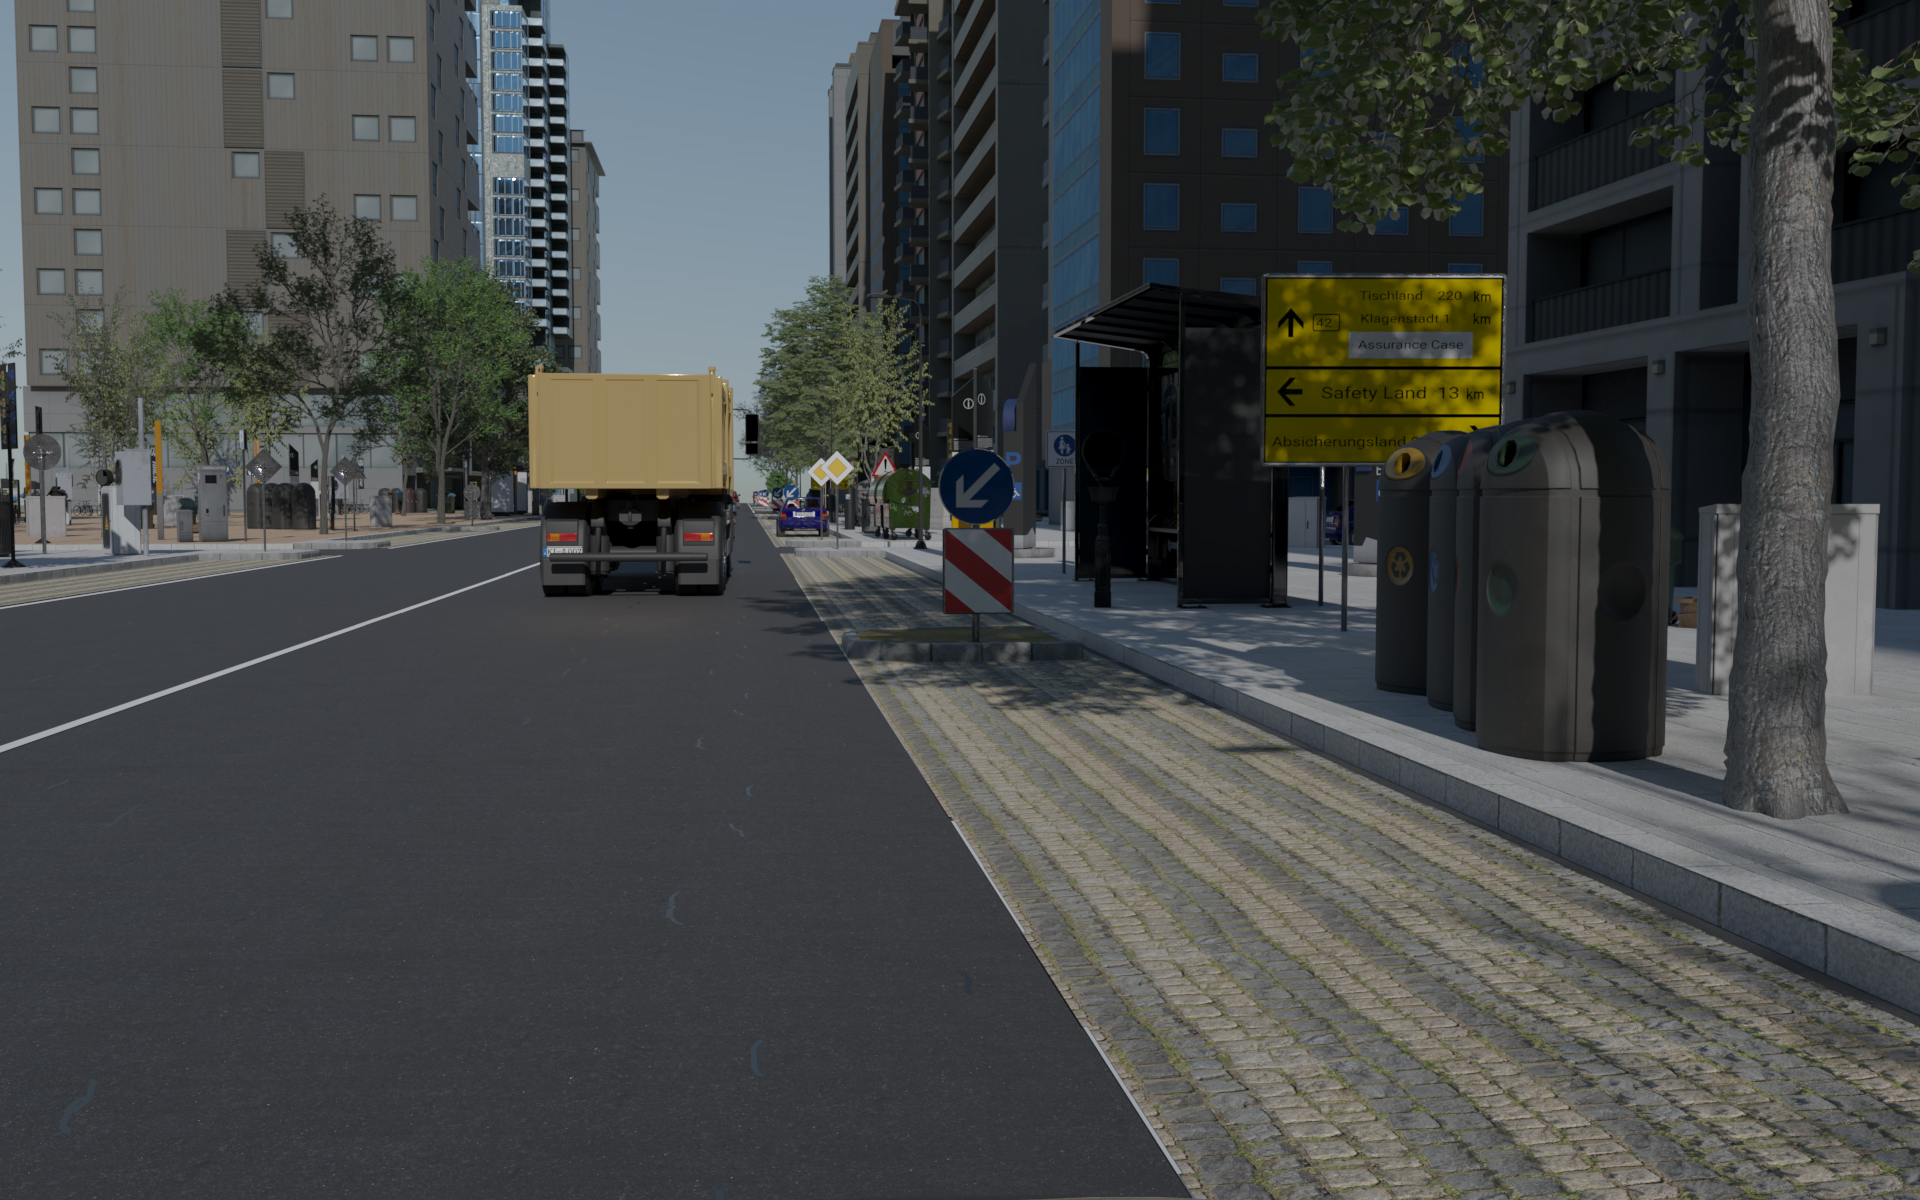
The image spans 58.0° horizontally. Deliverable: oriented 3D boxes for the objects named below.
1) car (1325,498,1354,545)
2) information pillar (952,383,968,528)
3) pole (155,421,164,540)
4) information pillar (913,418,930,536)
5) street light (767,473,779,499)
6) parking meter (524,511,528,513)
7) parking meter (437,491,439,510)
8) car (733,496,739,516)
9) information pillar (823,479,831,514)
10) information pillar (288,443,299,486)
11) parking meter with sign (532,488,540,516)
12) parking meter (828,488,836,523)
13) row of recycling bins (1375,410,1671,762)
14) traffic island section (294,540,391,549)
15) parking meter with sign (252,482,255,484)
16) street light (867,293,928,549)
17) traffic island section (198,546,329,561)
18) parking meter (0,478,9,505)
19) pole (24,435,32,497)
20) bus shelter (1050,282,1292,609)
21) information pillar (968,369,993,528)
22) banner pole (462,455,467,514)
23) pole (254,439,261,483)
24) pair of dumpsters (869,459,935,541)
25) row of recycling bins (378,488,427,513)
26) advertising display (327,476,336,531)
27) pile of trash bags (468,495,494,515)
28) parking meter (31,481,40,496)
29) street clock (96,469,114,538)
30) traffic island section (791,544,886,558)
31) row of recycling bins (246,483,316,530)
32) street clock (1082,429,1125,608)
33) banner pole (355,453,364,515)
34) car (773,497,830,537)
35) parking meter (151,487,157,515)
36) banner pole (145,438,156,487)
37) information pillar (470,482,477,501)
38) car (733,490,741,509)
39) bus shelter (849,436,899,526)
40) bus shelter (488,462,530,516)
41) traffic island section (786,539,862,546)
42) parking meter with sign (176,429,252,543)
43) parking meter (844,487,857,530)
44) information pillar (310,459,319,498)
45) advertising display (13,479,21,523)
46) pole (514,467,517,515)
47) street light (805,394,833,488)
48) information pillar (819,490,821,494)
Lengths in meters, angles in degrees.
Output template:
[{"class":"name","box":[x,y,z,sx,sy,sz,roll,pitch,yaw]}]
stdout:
[{"class":"car","box":[11.411,-1.985,45.034,3.894,1.354,1.945,0,4,-5]},{"class":"information pillar","box":[0.090,-2.629,34.331,0.504,3.616,0.183,-1,4,-9]},{"class":"pole","box":[-22.356,-3.335,48.364,0.158,3.312,0.155,0,3,0]},{"class":"information pillar","box":[-1.156,-3.751,52.687,0.504,3.616,0.183,0,4,7]},{"class":"street light","box":[-21.397,-13.833,198.707,1.470,5.913,1.316,0,4,-7]},{"class":"parking meter","box":[-28.875,-6.515,114.925,0.372,1.533,0.369,0,3,0]},{"class":"parking meter","box":[-34.725,-6.555,115.589,0.372,1.533,0.369,0,3,0]},{"class":"car","box":[-15.684,-6.302,115.039,2.014,1.417,4.499,0,4,-7]},{"class":"information pillar","box":[-6.433,-4.861,83.974,0.304,2.012,0.304,-1,4,-22]},{"class":"information pillar","box":[-30.886,-5.441,80.320,0.183,3.616,0.504,3,4,37]},{"class":"parking meter with sign","box":[-25.568,-6.607,104.289,0.543,3.016,1.738,-1,4,-12]},{"class":"parking meter","box":[-5.694,-4.213,77.288,0.372,1.533,0.369,0,3,0]},{"class":"row of recycling bins","box":[3.153,-0.174,9.964,1.069,1.692,3.534,0,4,3]},{"class":"traffic island section","box":[-16.514,-1.484,46.537,2.009,0.180,2.903,0,4,-7]},{"class":"parking meter with sign","box":[-45.809,-7.085,112.098,0.543,3.016,1.738,-2,4,-23]},{"class":"street light","box":[-1.456,-4.141,40.251,1.470,5.913,1.316,0,4,-7]},{"class":"traffic island section","box":[-15.514,-0.999,38.615,2.009,0.180,2.903,0,4,-7]},{"class":"parking meter","box":[-35.398,-3.579,64.232,0.255,1.863,0.399,-2,4,-35]},{"class":"pole","box":[-32.108,-4.027,59.682,0.158,3.312,0.155,0,3,0]},{"class":"bus shelter","box":[2.565,-1.906,22.448,1.731,3.624,6.357,0,4,-7]},{"class":"information pillar","box":[0.429,-2.522,32.587,0.183,3.616,0.504,3,5,42]},{"class":"banner pole","box":[-31.918,-7.447,111.779,0.401,3.779,0.863,-2,4,-34]},{"class":"pole","box":[-26.212,-4.331,64.651,0.158,3.312,0.155,0,3,0]},{"class":"pair of dumpsters","box":[-1.668,-2.892,49.779,1.574,2.255,4.437,0,4,-7]},{"class":"row of recycling bins","box":[-37.684,-6.724,117.044,1.069,1.692,3.534,3,5,39]},{"class":"advertising display","box":[-22.219,-3.427,61.241,0.123,1.923,0.974,-2,4,-27]},{"class":"pile of trash bags","box":[-29.961,-6.061,108.850,1.912,1.369,3.447,-1,4,-13]},{"class":"parking meter","box":[-40.846,-4.333,76.548,0.399,1.863,0.255,2,4,28]},{"class":"street clock","box":[-25.071,-2.828,50.814,0.471,2.002,0.358,1,4,20]},{"class":"traffic island section","box":[-2.822,-1.096,40.205,2.009,0.180,2.903,0,4,-7]},{"class":"row of recycling bins","box":[-24.772,-3.426,63.132,3.534,1.692,1.069,2,4,34]},{"class":"street clock","box":[1.615,-0.917,19.556,0.471,2.002,0.358,0,4,1]},{"class":"banner pole","box":[-36.625,-7.068,105.580,0.863,3.779,0.401,2,4,26]},{"class":"car","box":[-5.342,-2.813,58.572,1.945,1.354,3.894,0,4,-7]},{"class":"parking meter","box":[-49.357,-6.141,106.111,0.399,1.863,0.255,1,4,22]},{"class":"banner pole","box":[-36.323,-5.372,77.854,0.401,3.779,0.863,3,5,41]},{"class":"information pillar","box":[-29.692,-6.191,105.711,0.304,2.012,0.304,-3,4,-37]},{"class":"car","box":[-22.938,-9.983,171.888,2.281,1.827,5.304,0,4,-6]},{"class":"bus shelter","box":[-3.641,-5.030,73.517,1.731,3.624,6.357,0,4,-7]},{"class":"bus shelter","box":[-26.697,-6.606,101.926,2.014,3.302,5.546,0,4,-7]},{"class":"traffic island section","box":[-3.822,-1.581,48.128,2.009,0.180,2.903,0,4,-7]},{"class":"parking meter with sign","box":[-20.006,-3.061,46.302,1.738,3.016,0.543,-2,4,-34]},{"class":"parking meter","box":[-3.956,-3.287,62.155,0.372,1.533,0.369,0,3,0]},{"class":"information pillar","box":[-42.804,-7.557,114.918,0.504,3.616,0.183,-3,5,-39]},{"class":"advertising display","box":[-41.862,-4.357,76.450,0.974,1.923,0.123,2,4,24]},{"class":"pole","box":[-27.257,-6.872,106.202,0.158,3.312,0.155,0,3,0]},{"class":"street light","box":[-6.519,-6.609,80.598,1.470,5.913,1.316,0,4,-7]},{"class":"information pillar","box":[-9.814,-7.041,119.617,0.304,2.012,0.304,3,5,40]}]
